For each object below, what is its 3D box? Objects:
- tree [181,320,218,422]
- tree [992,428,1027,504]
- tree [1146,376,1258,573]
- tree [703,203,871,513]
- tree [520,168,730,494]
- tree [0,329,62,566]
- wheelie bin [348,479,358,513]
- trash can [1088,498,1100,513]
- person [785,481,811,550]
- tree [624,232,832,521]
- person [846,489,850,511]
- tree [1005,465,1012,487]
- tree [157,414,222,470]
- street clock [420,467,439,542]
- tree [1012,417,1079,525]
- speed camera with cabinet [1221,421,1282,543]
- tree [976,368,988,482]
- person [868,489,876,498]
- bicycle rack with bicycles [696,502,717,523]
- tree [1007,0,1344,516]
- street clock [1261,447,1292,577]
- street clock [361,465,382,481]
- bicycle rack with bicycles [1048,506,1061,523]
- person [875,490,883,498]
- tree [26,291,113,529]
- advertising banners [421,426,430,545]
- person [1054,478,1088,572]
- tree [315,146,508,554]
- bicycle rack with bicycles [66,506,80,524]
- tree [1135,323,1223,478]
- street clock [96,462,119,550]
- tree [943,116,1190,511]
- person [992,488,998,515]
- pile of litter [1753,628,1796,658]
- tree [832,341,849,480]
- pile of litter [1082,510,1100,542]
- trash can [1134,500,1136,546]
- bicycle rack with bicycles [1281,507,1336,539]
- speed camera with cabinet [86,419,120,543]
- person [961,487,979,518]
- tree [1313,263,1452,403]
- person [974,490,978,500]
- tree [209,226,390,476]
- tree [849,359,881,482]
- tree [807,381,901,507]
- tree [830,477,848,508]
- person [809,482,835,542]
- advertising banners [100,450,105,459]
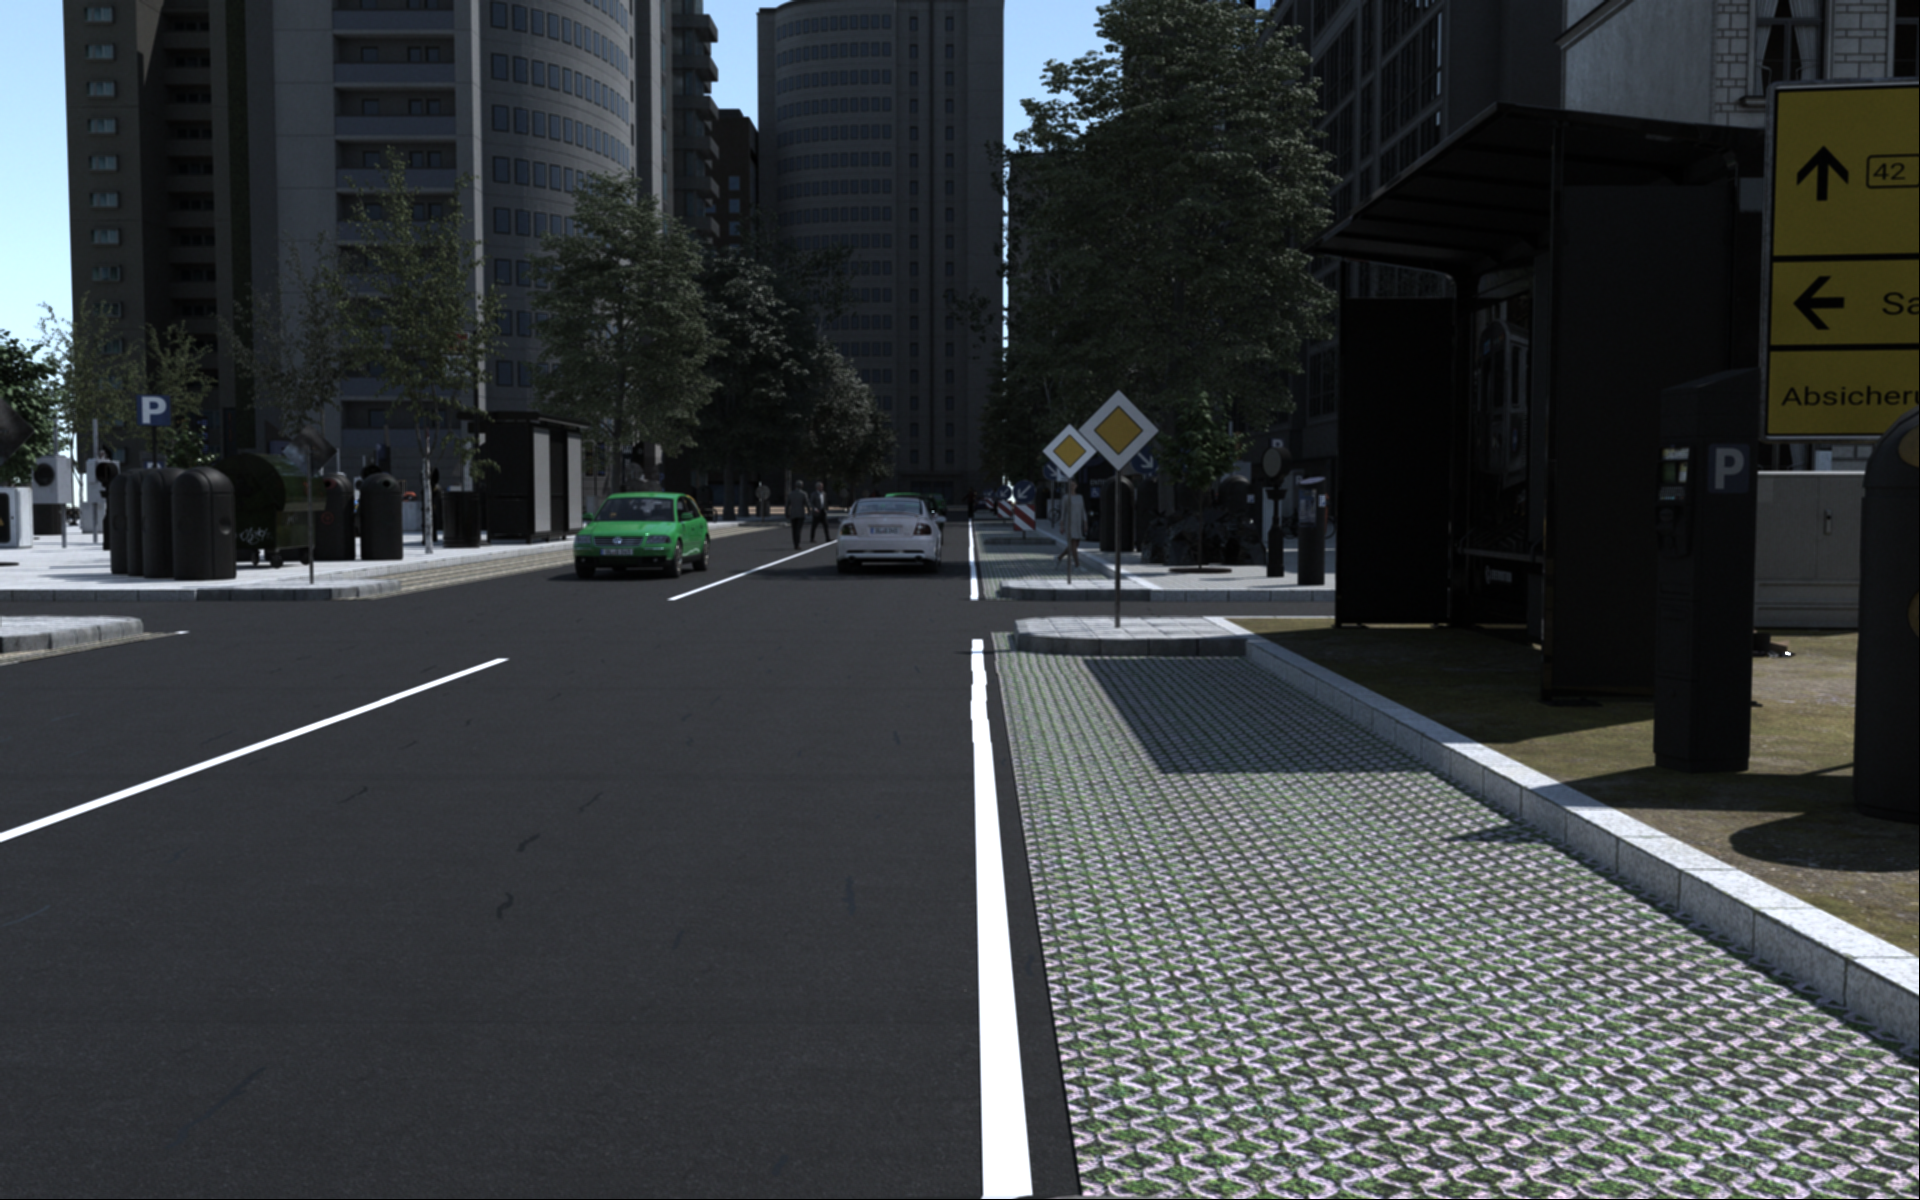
[{"bbox_3d":[-33.315,-7.468,72.465,4.737,8.622,4.395,0,3,0],"label":"tree"},{"bbox_3d":[5.193,-13.270,167.331,4.360,8.622,3.978,0,3,0],"label":"tree"},{"bbox_3d":[3.832,-2.072,28.483,1.663,3.219,1.824,0,3,0],"label":"tree"},{"bbox_3d":[-12.918,-15.884,115.593,12.611,20.169,13.585,0,3,0],"label":"tree"},{"bbox_3d":[-11.789,-8.740,61.033,7.486,12.596,7.792,0,3,0],"label":"tree"},{"bbox_3d":[-17.642,-2.891,30.988,4.285,4.588,4.351,0,3,0],"label":"tree"},{"bbox_3d":[-13.303,-1.765,36.772,0.980,1.594,0.693,-2,4,-25],"label":"wheelie bin"},{"bbox_3d":[4.831,-3.047,61.465,0.748,1.137,0.748,0,3,0],"label":"trash can"},{"bbox_3d":[-4.184,-2.201,44.887,0.661,1.777,0.834,0,4,5],"label":"person"},{"bbox_3d":[-11.293,-10.816,83.504,9.857,13.997,8.962,0,3,0],"label":"tree"},{"bbox_3d":[-8.901,-7.865,137.100,0.705,1.823,1.348,-1,4,-9],"label":"person"},{"bbox_3d":[5.387,-9.796,143.884,4.285,4.588,4.351,0,3,0],"label":"tree"},{"bbox_3d":[-18.599,-2.896,41.944,1.663,3.219,1.824,0,3,0],"label":"tree"},{"bbox_3d":[-14.177,-2.565,46.500,0.358,2.002,0.471,0,4,8],"label":"street clock"},{"bbox_3d":[4.940,-5.418,72.302,4.285,4.588,4.351,0,3,0],"label":"tree"},{"bbox_3d":[7.798,-3.184,46.396,0.660,3.252,2.038,-2,4,-26],"label":"speed camera with cabinet"},{"bbox_3d":[4.760,-11.657,108.723,7.486,12.596,7.792,0,3,0],"label":"tree"},{"bbox_3d":[-6.403,-7.401,129.450,1.348,1.831,0.705,2,4,25],"label":"person"},{"bbox_3d":[-11.847,-3.864,76.561,2.852,0.926,2.925,3,5,39],"label":"bicycle rack with bicycles"},{"bbox_3d":[4.764,-7.224,36.239,7.486,12.596,7.792,0,3,0],"label":"tree"},{"bbox_3d":[4.881,-1.356,26.746,0.358,2.002,0.471,-2,4,-32],"label":"street clock"},{"bbox_3d":[-14.594,-2.350,42.998,0.471,2.002,0.358,-3,4,-36],"label":"street clock"},{"bbox_3d":[5.400,-3.931,77.648,2.925,0.926,2.852,-1,4,-10],"label":"bicycle rack with bicycles"},{"bbox_3d":[-4.717,-5.565,100.965,0.415,1.643,0.593,3,4,36],"label":"person"},{"bbox_3d":[-32.241,-6.929,63.644,4.737,8.622,4.395,0,3,0],"label":"tree"},{"bbox_3d":[-13.600,-2.932,44.118,0.090,3.025,2.074,-1,4,-12],"label":"advertising banners"},{"bbox_3d":[2.035,-1.389,31.958,0.760,1.731,0.466,2,4,32],"label":"person"},{"bbox_3d":[-11.413,-5.289,36.842,4.737,8.622,4.395,0,3,0],"label":"tree"},{"bbox_3d":[-38.553,-3.763,74.906,2.852,0.926,2.925,1,4,21],"label":"bicycle rack with bicycles"},{"bbox_3d":[9.371,-7.498,72.954,4.360,8.622,3.978,0,3,0],"label":"tree"},{"bbox_3d":[-19.438,-2.138,39.518,0.471,2.002,0.358,1,4,22],"label":"street clock"},{"bbox_3d":[5.552,-14.040,85.439,12.611,20.169,13.585,0,3,0],"label":"tree"},{"bbox_3d":[2.394,-6.692,117.901,0.705,1.826,1.348,-1,4,-10],"label":"person"},{"bbox_3d":[6.074,-0.023,14.340,1.176,0.858,1.719,-1,4,-14],"label":"pile of litter"},{"bbox_3d":[-12.057,-11.555,95.574,9.857,13.997,8.962,0,3,0],"label":"tree"},{"bbox_3d":[3.840,-2.017,46.949,1.176,0.858,1.719,0,4,-3],"label":"pile of litter"},{"bbox_3d":[4.531,-1.921,43.068,0.748,1.137,0.748,0,3,0],"label":"trash can"},{"bbox_3d":[9.458,-2.256,50.270,2.925,0.926,2.852,2,4,24],"label":"bicycle rack with bicycles"},{"bbox_3d":[-21.965,-3.113,45.228,2.038,3.252,0.660,2,4,32],"label":"speed camera with cabinet"},{"bbox_3d":[0.620,-5.712,101.853,1.348,1.831,0.705,3,4,39],"label":"person"},{"bbox_3d":[11.609,-5.831,45.697,4.360,8.622,3.978,0,3,0],"label":"tree"},{"bbox_3d":[1.399,-9.458,163.239,1.348,1.812,0.705,2,4,25],"label":"person"},{"bbox_3d":[-17.626,-5.905,46.904,4.360,8.622,3.978,0,3,0],"label":"tree"},{"bbox_3d":[-10.826,-14.190,138.666,9.857,13.997,8.962,0,3,0],"label":"tree"},{"bbox_3d":[-10.648,-15.633,172.601,9.611,12.733,9.660,0,3,0],"label":"tree"},{"bbox_3d":[-11.201,-10.211,161.543,1.663,3.219,1.824,0,3,0],"label":"tree"},{"bbox_3d":[-4.112,-2.592,51.277,0.834,1.777,0.661,3,4,37],"label":"person"},{"bbox_3d":[-33.596,-4.425,68.539,2.074,3.025,0.090,3,5,43],"label":"advertising banners"}]
